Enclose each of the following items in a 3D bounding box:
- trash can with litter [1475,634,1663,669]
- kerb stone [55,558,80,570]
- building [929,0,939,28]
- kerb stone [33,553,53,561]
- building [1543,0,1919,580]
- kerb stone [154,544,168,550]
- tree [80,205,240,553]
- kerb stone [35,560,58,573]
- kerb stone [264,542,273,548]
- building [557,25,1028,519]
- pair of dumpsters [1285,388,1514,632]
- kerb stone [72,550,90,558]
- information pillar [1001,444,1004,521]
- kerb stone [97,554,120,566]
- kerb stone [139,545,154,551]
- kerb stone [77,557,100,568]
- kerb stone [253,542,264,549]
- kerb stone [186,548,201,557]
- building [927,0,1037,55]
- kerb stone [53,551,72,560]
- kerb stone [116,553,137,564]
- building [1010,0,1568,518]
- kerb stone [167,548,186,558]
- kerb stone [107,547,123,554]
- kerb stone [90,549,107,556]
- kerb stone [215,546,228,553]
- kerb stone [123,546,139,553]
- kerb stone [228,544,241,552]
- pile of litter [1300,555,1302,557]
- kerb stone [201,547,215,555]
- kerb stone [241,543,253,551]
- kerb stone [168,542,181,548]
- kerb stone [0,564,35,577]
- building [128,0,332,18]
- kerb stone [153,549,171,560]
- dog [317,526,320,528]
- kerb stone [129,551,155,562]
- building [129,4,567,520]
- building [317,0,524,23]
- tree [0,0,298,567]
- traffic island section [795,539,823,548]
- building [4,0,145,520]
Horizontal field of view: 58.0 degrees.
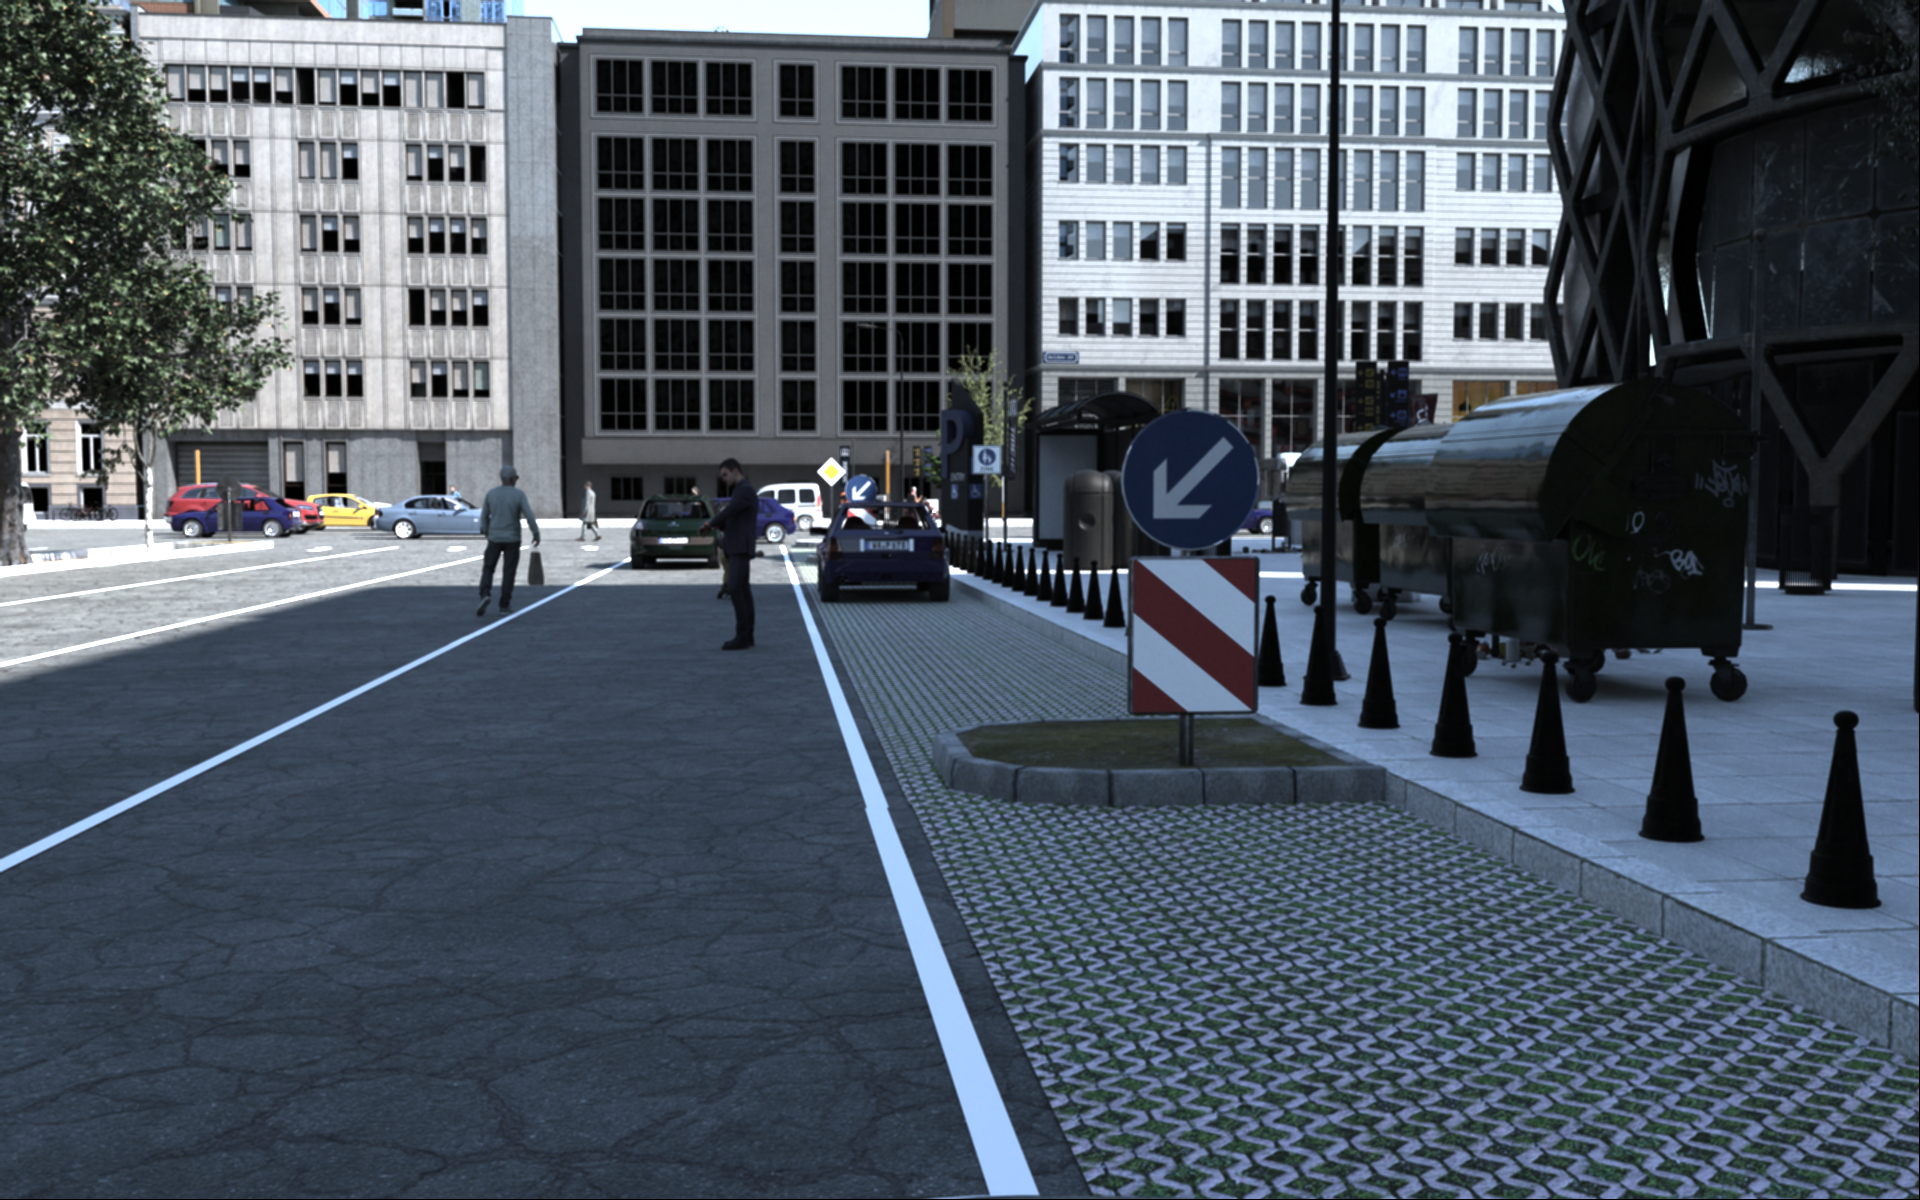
[{"bbox_3d":[4.823,-0.163,13.731,2.233,1.210,1.678,-2,4,-26],"label":"trash can with litter"},{"bbox_3d":[-17.014,-0.653,32.873,0.120,0.150,1.000,0,4,-6],"label":"kerb stone"},{"bbox_3d":[5.870,-44.837,171.339,20.563,71.187,20.611,0,4,-6],"label":"building"},{"bbox_3d":[-19.558,-0.885,36.735,0.120,0.150,1.000,0,4,-6],"label":"kerb stone"},{"bbox_3d":[20.249,-9.962,30.324,16.820,18.784,16.811,0,4,-6],"label":"building"},{"bbox_3d":[-20.374,-1.326,43.881,0.120,0.150,1.000,0,4,-6],"label":"kerb stone"},{"bbox_3d":[-18.843,-5.341,40.149,4.360,8.622,3.978,0,3,0],"label":"tree"},{"bbox_3d":[-16.897,-0.591,31.853,0.120,0.150,1.000,0,4,-6],"label":"kerb stone"},{"bbox_3d":[-18.527,-1.467,46.187,0.120,0.150,1.000,0,4,-6],"label":"kerb stone"},{"bbox_3d":[-9.021,-18.430,94.834,24.014,27.812,14.314,0,4,-6],"label":"building"},{"bbox_3d":[4.787,-0.949,18.003,1.574,2.255,4.437,0,4,-6],"label":"pair of dumpsters"},{"bbox_3d":[-19.798,-1.014,38.774,0.120,0.150,1.000,0,4,-6],"label":"kerb stone"},{"bbox_3d":[2.068,-5.535,81.853,0.183,3.616,0.504,0,4,6],"label":"information pillar"},{"bbox_3d":[-17.237,-0.778,34.918,0.120,0.150,1.000,0,4,-6],"label":"kerb stone"},{"bbox_3d":[-20.257,-1.262,42.858,0.120,0.150,1.000,0,4,-6],"label":"kerb stone"},{"bbox_3d":[-17.128,-0.708,33.898,0.120,0.150,1.000,0,4,-6],"label":"kerb stone"},{"bbox_3d":[-18.412,-1.404,45.152,0.120,0.150,1.000,0,4,-6],"label":"kerb stone"},{"bbox_3d":[-17.826,-1.091,40.027,0.120,0.150,1.000,0,4,-6],"label":"kerb stone"},{"bbox_3d":[4.634,-30.813,153.908,14.600,45.320,14.200,0,4,-6],"label":"building"},{"bbox_3d":[-19.682,-0.952,37.755,0.120,0.150,1.000,0,4,-6],"label":"kerb stone"},{"bbox_3d":[-17.366,-0.839,35.941,0.120,0.150,1.000,0,4,-6],"label":"kerb stone"},{"bbox_3d":[18.227,-19.443,95.389,29.804,29.767,11.434,0,4,-6],"label":"building"},{"bbox_3d":[-17.712,-1.027,39.004,0.120,0.150,1.000,0,4,-6],"label":"kerb stone"},{"bbox_3d":[-20.029,-1.139,40.816,0.120,0.150,1.000,0,4,-6],"label":"kerb stone"},{"bbox_3d":[-19.918,-1.076,39.793,0.120,0.150,1.000,0,4,-6],"label":"kerb stone"},{"bbox_3d":[-18.063,-1.215,42.076,0.120,0.150,1.000,0,4,-6],"label":"kerb stone"},{"bbox_3d":[-20.141,-1.201,41.837,0.120,0.150,1.000,0,4,-6],"label":"kerb stone"},{"bbox_3d":[-18.173,-1.277,43.096,0.120,0.150,1.000,0,4,-6],"label":"kerb stone"},{"bbox_3d":[7.618,-1.256,34.493,1.176,0.858,1.719,-3,4,-36],"label":"pile of litter"},{"bbox_3d":[-17.937,-1.153,41.051,0.120,0.150,1.000,0,4,-6],"label":"kerb stone"},{"bbox_3d":[-18.296,-1.341,44.124,0.120,0.150,1.000,0,4,-6],"label":"kerb stone"},{"bbox_3d":[-20.494,-1.389,44.900,0.120,0.150,1.000,0,4,-6],"label":"kerb stone"},{"bbox_3d":[-16.781,-0.528,30.834,0.120,0.150,1.000,0,4,-6],"label":"kerb stone"},{"bbox_3d":[-64.988,-30.270,149.539,22.147,44.769,28.867,0,4,-6],"label":"building"},{"bbox_3d":[-17.590,-0.966,37.985,0.120,0.150,1.000,0,4,-6],"label":"kerb stone"},{"bbox_3d":[-26.893,-3.177,72.140,0.550,0.427,0.748,-3,4,-39],"label":"dog"},{"bbox_3d":[-17.481,-0.903,36.960,0.120,0.150,1.000,0,4,-6],"label":"kerb stone"},{"bbox_3d":[-30.695,-16.699,91.054,19.932,24.808,12.078,0,4,-6],"label":"building"},{"bbox_3d":[-74.485,-57.300,249.533,31.000,86.520,22.319,0,4,-6],"label":"building"},{"bbox_3d":[-18.138,-6.935,32.849,9.611,12.733,9.660,0,3,0],"label":"tree"},{"bbox_3d":[-3.493,-1.541,47.470,2.009,0.180,2.903,0,4,-6],"label":"traffic island section"},{"bbox_3d":[-50.621,-18.534,88.933,20.117,28.700,13.634,0,4,-6],"label":"building"}]
